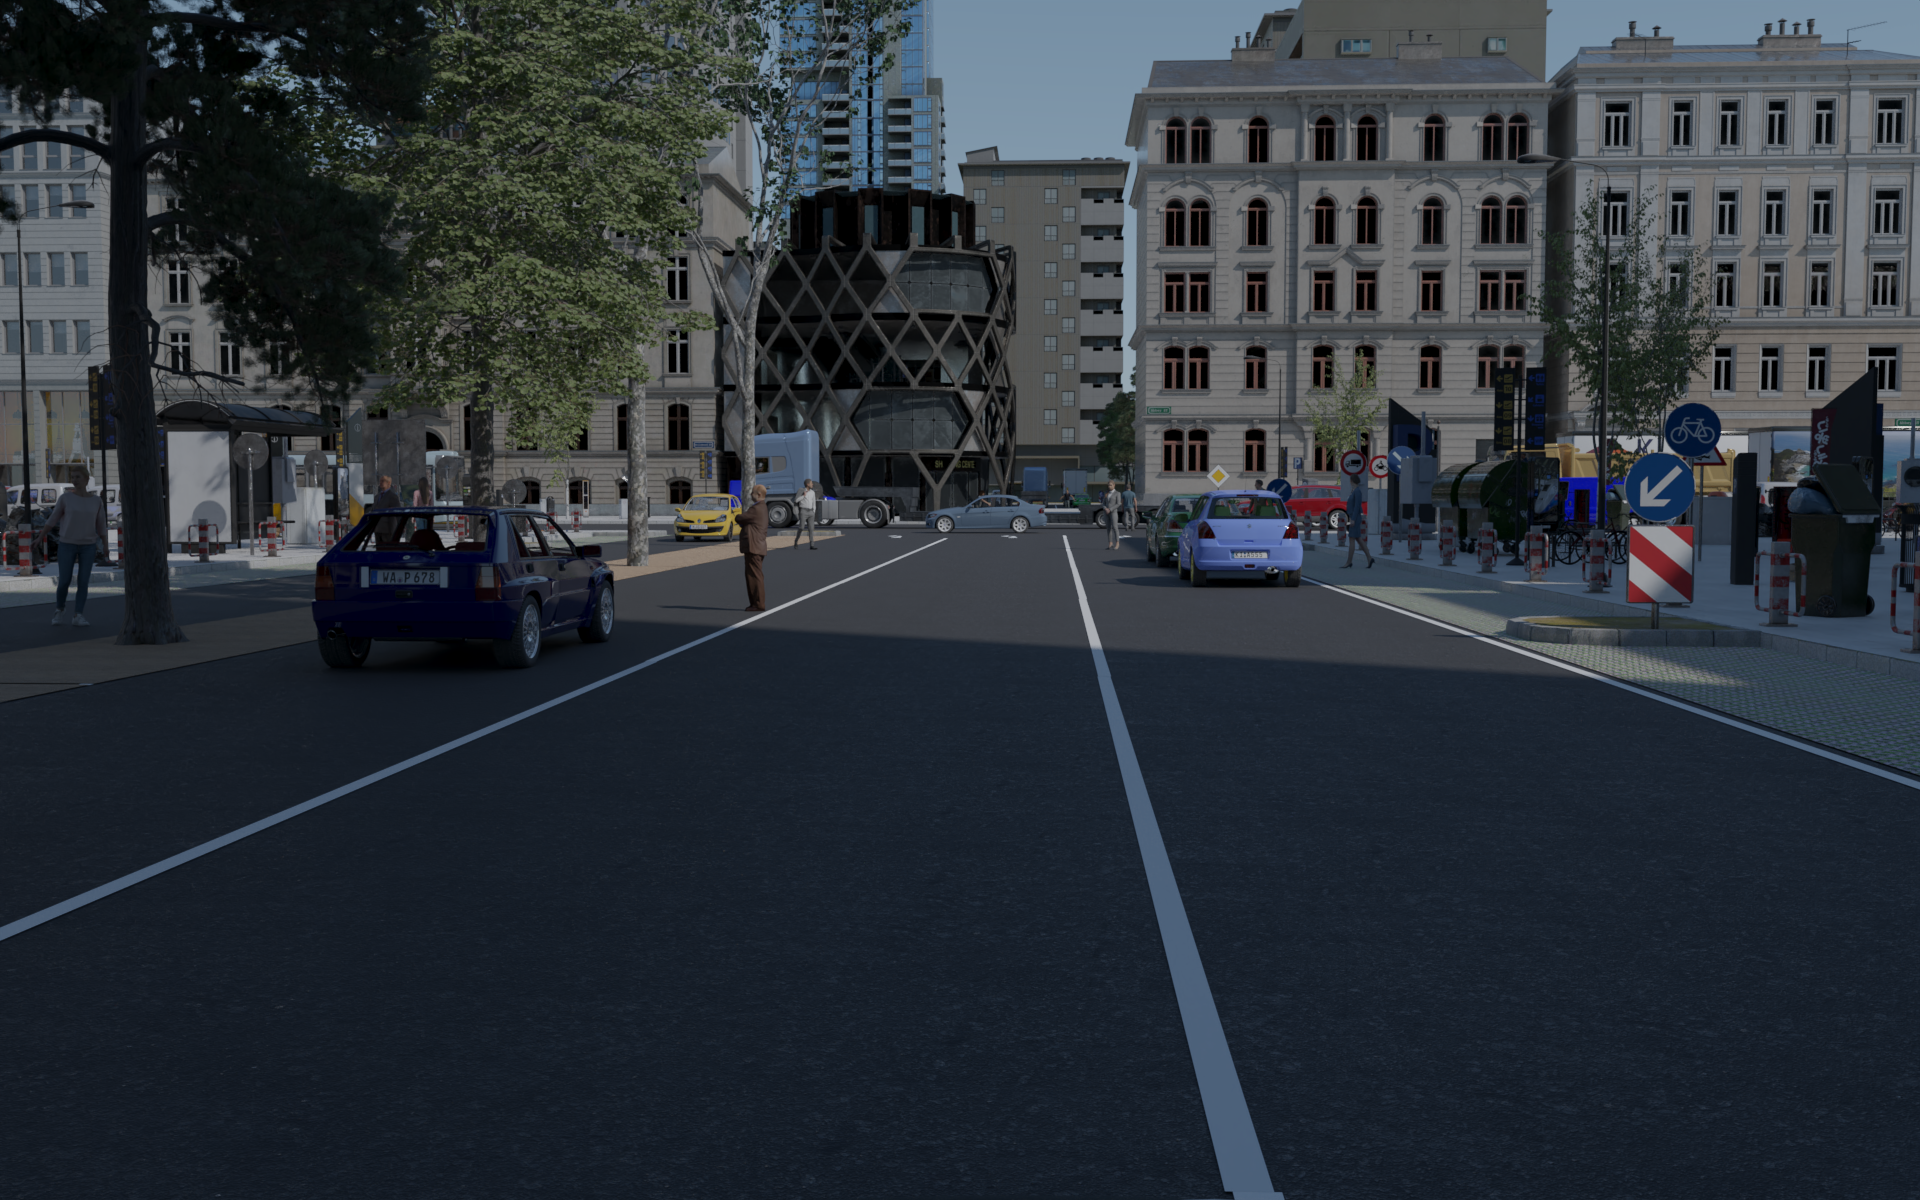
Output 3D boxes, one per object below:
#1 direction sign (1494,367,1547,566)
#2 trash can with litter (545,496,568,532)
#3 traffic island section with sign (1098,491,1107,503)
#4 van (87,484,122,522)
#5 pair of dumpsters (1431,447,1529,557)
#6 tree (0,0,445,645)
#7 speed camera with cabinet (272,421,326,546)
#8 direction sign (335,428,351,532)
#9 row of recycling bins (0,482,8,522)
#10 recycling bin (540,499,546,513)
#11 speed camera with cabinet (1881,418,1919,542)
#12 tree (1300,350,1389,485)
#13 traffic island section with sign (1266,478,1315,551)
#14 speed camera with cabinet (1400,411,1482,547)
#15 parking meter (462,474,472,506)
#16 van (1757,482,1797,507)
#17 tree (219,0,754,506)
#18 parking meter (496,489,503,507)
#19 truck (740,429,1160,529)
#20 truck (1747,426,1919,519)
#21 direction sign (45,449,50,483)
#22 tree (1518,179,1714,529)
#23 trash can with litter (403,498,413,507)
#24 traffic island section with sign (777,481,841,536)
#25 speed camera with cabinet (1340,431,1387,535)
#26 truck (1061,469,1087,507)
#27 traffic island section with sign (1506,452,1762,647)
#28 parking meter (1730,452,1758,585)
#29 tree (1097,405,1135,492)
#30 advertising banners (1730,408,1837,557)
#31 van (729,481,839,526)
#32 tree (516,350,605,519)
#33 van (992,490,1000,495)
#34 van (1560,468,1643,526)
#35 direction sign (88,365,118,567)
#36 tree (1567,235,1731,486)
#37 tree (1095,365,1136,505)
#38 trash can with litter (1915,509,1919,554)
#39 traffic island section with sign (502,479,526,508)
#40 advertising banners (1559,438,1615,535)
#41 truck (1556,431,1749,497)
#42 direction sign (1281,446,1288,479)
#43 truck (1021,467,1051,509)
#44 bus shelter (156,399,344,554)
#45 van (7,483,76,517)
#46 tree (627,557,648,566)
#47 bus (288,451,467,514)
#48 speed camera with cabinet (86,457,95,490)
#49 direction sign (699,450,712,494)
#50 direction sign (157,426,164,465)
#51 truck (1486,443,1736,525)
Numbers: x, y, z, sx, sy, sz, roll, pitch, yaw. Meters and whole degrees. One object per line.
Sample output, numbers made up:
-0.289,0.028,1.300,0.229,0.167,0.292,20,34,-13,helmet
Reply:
10.021,-2.389,31.059,0.876,3.537,0.379,1,4,16,direction sign
-14.177,-2.926,58.902,1.678,1.210,2.233,1,4,9,trash can with litter
16.507,-11.946,203.948,1.989,1.847,2.006,0,4,3,traffic island section with sign
-36.248,-4.049,73.218,4.112,2.044,2.013,0,4,4,van
11.456,-2.137,37.432,1.574,2.255,4.437,0,4,3,pair of dumpsters
-7.849,-5.610,16.234,6.751,12.117,7.091,0,3,0,tree
-16.855,-3.027,43.821,0.660,3.252,2.038,1,4,9,speed camera with cabinet
-21.067,-4.120,59.357,0.379,3.537,0.876,1,4,20,direction sign
-24.434,-2.060,40.798,3.534,1.692,1.069,-2,4,-26,row of recycling bins
-21.629,-4.779,90.690,0.722,1.027,0.722,-1,4,-15,recycling bin
24.009,-3.100,45.028,2.038,3.252,0.660,1,4,18,speed camera with cabinet
19.498,-8.384,87.435,4.737,8.622,4.395,0,3,0,tree
7.998,-2.196,44.540,1.989,1.847,2.006,0,4,3,traffic island section with sign
11.688,-2.909,41.906,2.038,3.252,0.660,-1,4,-18,speed camera with cabinet
-14.019,-2.671,49.378,0.255,1.863,0.399,0,4,-6,parking meter
29.471,-3.240,59.994,4.112,2.044,2.013,0,4,4,van
-6.861,-6.368,24.700,7.486,12.596,7.792,0,3,0,tree
-24.880,-5.210,93.599,0.372,1.533,0.369,0,3,0,parking meter
-0.434,-5.065,72.571,18.799,4.110,2.967,0,4,4,truck
39.059,-5.104,72.362,11.283,4.237,2.839,0,4,2,truck
-45.753,-5.807,86.935,0.379,3.537,0.876,-1,4,-18,direction sign
15.540,-5.555,41.182,4.737,8.622,4.395,0,3,0,tree
-14.254,-2.113,45.930,1.055,1.170,0.624,1,4,13,trash can with litter
-5.130,-3.142,59.512,2.006,1.907,1.989,0,4,3,traffic island section with sign
12.943,-3.676,54.441,2.038,3.252,0.660,-2,4,-26,speed camera with cabinet
12.922,-12.647,195.698,2.839,4.237,11.283,0,4,2,truck
6.534,-0.519,17.117,1.989,1.847,2.006,0,4,3,traffic island section with sign
11.103,-1.152,24.541,0.255,1.863,0.399,1,4,13,parking meter
19.216,-16.390,193.725,9.928,11.665,9.643,0,3,0,tree
16.770,-2.388,35.239,2.074,3.025,0.090,0,3,0,advertising banners
-7.869,-4.546,78.704,5.245,2.365,2.240,0,4,1,van
-20.196,-8.404,87.772,4.737,8.622,4.395,0,3,0,tree
4.064,-10.689,181.781,2.013,2.044,4.112,0,4,1,van
21.978,-3.495,61.523,5.245,2.365,2.240,0,4,4,van
-15.132,-2.362,30.615,0.876,3.537,0.379,3,4,37,direction sign
19.676,-6.051,49.292,4.360,8.622,3.978,0,3,0,tree
16.598,-15.017,152.951,7.806,13.903,7.818,0,3,0,tree
10.402,-0.395,17.845,0.624,1.170,1.055,-1,4,-16,trash can with litter
-11.732,-2.230,45.094,1.989,1.847,2.006,0,4,3,traffic island section with sign
19.391,-3.539,54.053,2.074,3.025,0.090,0,3,0,advertising banners
32.791,-5.440,77.860,11.283,4.237,2.839,0,4,2,truck
15.486,-5.554,82.811,0.379,3.537,0.876,-1,4,-9,direction sign
7.090,-10.859,167.310,2.967,4.110,18.799,0,4,4,truck
-16.204,-2.797,39.656,2.014,3.302,5.546,0,4,3,bus shelter
-36.346,-3.690,67.349,4.112,2.044,2.013,0,4,4,van
-7.557,-10.783,34.649,12.611,20.169,13.585,0,3,0,tree
-25.754,-4.566,69.512,13.247,3.499,2.948,0,4,4,bus
-46.286,-6.018,92.735,0.660,3.252,2.038,1,4,15,speed camera with cabinet
-13.223,-6.004,90.168,0.379,3.537,0.876,3,4,37,direction sign
-26.949,-4.045,58.135,0.876,3.537,0.379,2,4,29,direction sign
24.453,-4.336,66.823,9.791,3.379,3.469,0,4,3,truck
